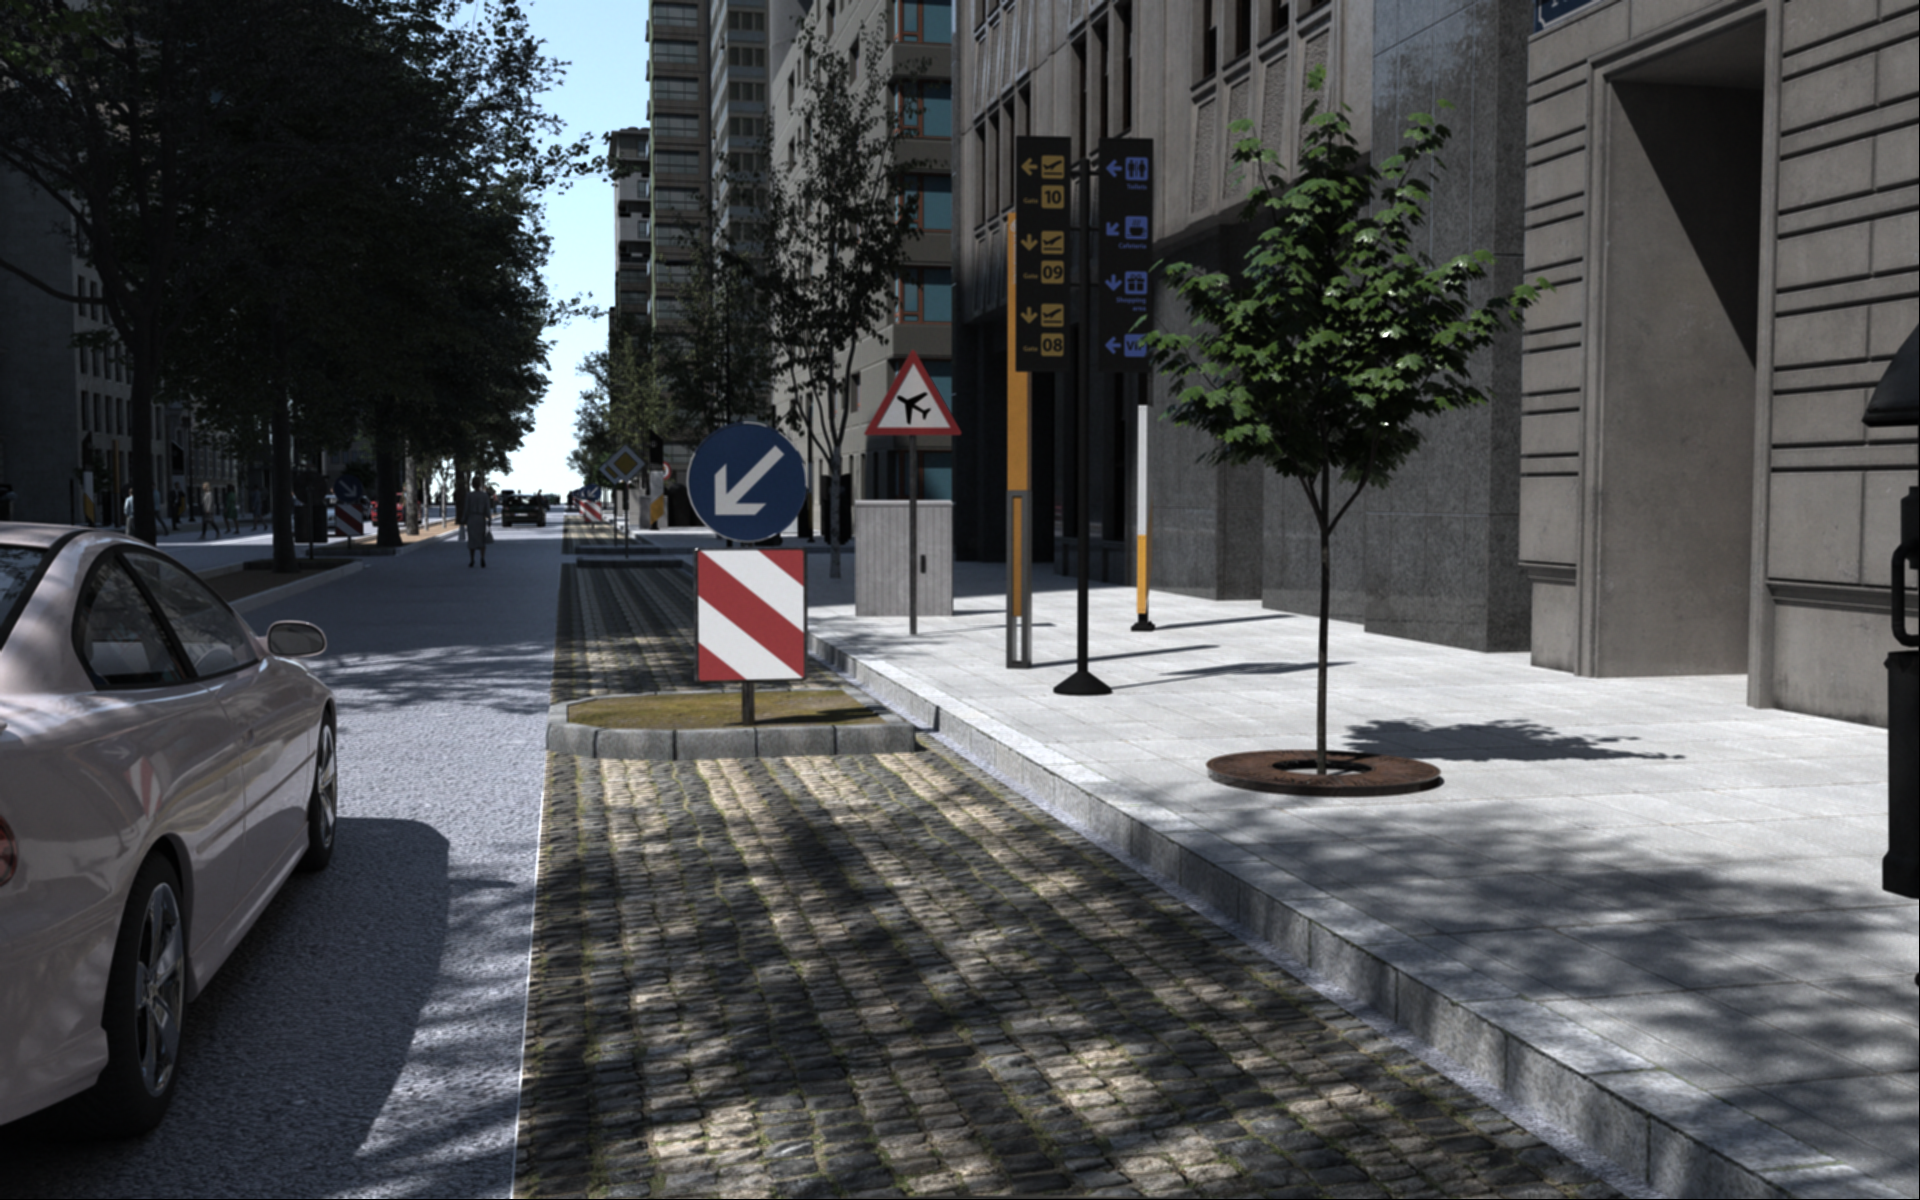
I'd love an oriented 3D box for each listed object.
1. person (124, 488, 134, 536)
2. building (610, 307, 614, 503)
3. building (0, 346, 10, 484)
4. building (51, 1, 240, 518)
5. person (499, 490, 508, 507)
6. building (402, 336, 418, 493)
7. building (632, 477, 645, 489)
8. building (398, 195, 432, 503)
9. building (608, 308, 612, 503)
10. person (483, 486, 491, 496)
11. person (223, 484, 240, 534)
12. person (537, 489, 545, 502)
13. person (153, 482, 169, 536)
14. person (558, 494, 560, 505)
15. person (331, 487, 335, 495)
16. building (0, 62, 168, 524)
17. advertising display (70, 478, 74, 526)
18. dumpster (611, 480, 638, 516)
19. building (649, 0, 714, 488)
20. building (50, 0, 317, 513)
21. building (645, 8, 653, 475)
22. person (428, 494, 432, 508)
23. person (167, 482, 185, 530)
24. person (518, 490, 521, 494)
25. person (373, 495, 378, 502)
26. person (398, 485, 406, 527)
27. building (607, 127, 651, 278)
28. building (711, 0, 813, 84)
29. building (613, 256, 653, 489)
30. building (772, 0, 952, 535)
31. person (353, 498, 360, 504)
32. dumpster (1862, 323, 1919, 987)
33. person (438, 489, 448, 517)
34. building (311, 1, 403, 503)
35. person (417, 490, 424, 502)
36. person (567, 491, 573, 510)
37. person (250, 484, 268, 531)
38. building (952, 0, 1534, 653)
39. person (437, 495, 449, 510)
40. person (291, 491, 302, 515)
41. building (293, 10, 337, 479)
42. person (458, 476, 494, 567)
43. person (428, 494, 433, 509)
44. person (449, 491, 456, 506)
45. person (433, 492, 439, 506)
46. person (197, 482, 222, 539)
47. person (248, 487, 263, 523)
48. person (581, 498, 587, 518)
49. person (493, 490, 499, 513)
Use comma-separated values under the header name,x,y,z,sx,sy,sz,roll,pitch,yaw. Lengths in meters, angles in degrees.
name,x,y,z,sx,sy,sz,roll,pitch,yaw
person,-23.425,-2.371,49.076,0.589,1.601,0.330,-3,5,-42
building,-37.822,-27.791,226.091,14.160,30.474,14.107,-1,4,-13
building,-41.502,-14.411,54.707,14.460,24.649,34.723,-1,4,-13
building,-50.079,-19.169,99.322,13.634,28.700,20.117,-1,4,-13
person,-34.745,-7.528,132.368,0.721,1.735,1.217,3,4,37
building,-79.579,-27.921,228.216,14.160,30.474,14.107,-1,4,-13
building,-17.613,-29.833,179.657,32.217,40.220,23.993,-1,4,-13
building,-85.923,-37.018,255.346,14.600,45.320,14.200,-1,4,-13
building,-46.929,-30.297,267.057,14.160,30.474,14.107,-1,4,-13
person,-26.151,-5.357,95.451,0.474,1.900,0.648,1,4,15
person,-26.272,-3.282,62.410,0.529,1.795,0.600,0,4,-8
person,-28.864,-6.752,119.351,0.568,1.767,0.683,-1,4,-12
person,-27.547,-3.118,59.339,0.748,1.841,0.638,0,4,7
person,-53.858,-13.514,232.717,0.557,1.426,1.065,-1,4,-10
person,-26.078,-3.850,72.206,0.466,1.731,0.760,1,4,16
building,-44.832,-13.841,81.055,10.420,20.320,16.860,-1,4,-13
advertising display,-35.459,-3.912,69.172,0.123,1.923,0.974,-2,4,-27
dumpster,-19.415,-5.978,100.230,1.502,2.255,1.985,-1,4,-13
building,-15.927,-27.227,128.763,14.154,41.232,14.086,-1,4,-13
building,-60.006,-30.813,123.401,23.786,49.044,30.456,-1,4,-13
building,-15.716,-32.524,151.368,23.786,49.044,30.456,-1,4,-13
person,-56.050,-10.464,182.778,0.628,1.438,0.799,-1,4,-9
person,-30.885,-3.698,68.318,0.474,1.900,0.648,0,4,7
person,-29.718,-6.584,116.965,1.217,1.723,0.721,0,4,2
person,-47.983,-8.121,141.968,0.721,1.739,1.217,1,4,8
person,-23.974,-4.072,74.984,0.656,1.842,0.836,-1,4,-23
building,-35.244,-40.269,247.640,28.713,52.752,27.495,-1,4,-13
building,-2.577,-25.453,108.039,32.217,40.220,23.993,-1,4,-13
building,-34.641,-26.952,212.373,14.160,30.474,14.107,-1,4,-13
building,9.217,-13.349,63.298,28.899,21.520,27.650,-1,4,-13
person,-31.787,-5.042,91.107,0.590,1.801,0.661,-2,4,-29
dumpster,2.695,0.172,2.939,1.264,1.857,1.865,-1,4,-13
person,-32.863,-6.193,110.025,0.678,1.792,0.850,0,4,-2
building,-78.920,-40.589,205.628,21.231,58.520,28.212,-1,4,-13
person,-47.274,-8.738,151.396,1.348,1.821,0.705,1,4,14
person,-33.522,-8.532,148.909,0.541,1.710,0.530,-2,4,-34
person,-27.496,-3.629,67.856,0.654,1.822,0.581,1,4,10
building,7.901,-12.611,24.220,12.078,24.808,19.932,-1,4,-13
person,-38.461,-7.316,128.944,1.217,1.723,0.721,2,4,29
person,-27.111,-3.797,70.673,0.616,1.811,0.778,-2,4,-28
building,-67.745,-30.429,152.138,22.147,44.769,28.867,-1,4,-13
person,-9.488,-1.532,33.906,0.694,1.780,0.624,-1,4,-11
person,-52.460,-9.767,171.442,1.065,1.426,0.557,-3,4,-36
person,-62.270,-12.533,213.371,1.348,1.831,0.705,-1,4,-23
person,-62.000,-11.998,205.391,1.217,1.736,0.721,1,4,17
person,-23.660,-2.808,54.596,0.728,1.800,0.709,-3,4,-39
person,-34.640,-4.687,85.233,0.694,1.812,0.767,0,4,-4
person,-22.230,-5.733,102.474,0.600,1.795,0.529,1,4,14
person,-34.217,-7.249,127.734,0.721,1.743,1.217,-2,4,-29
